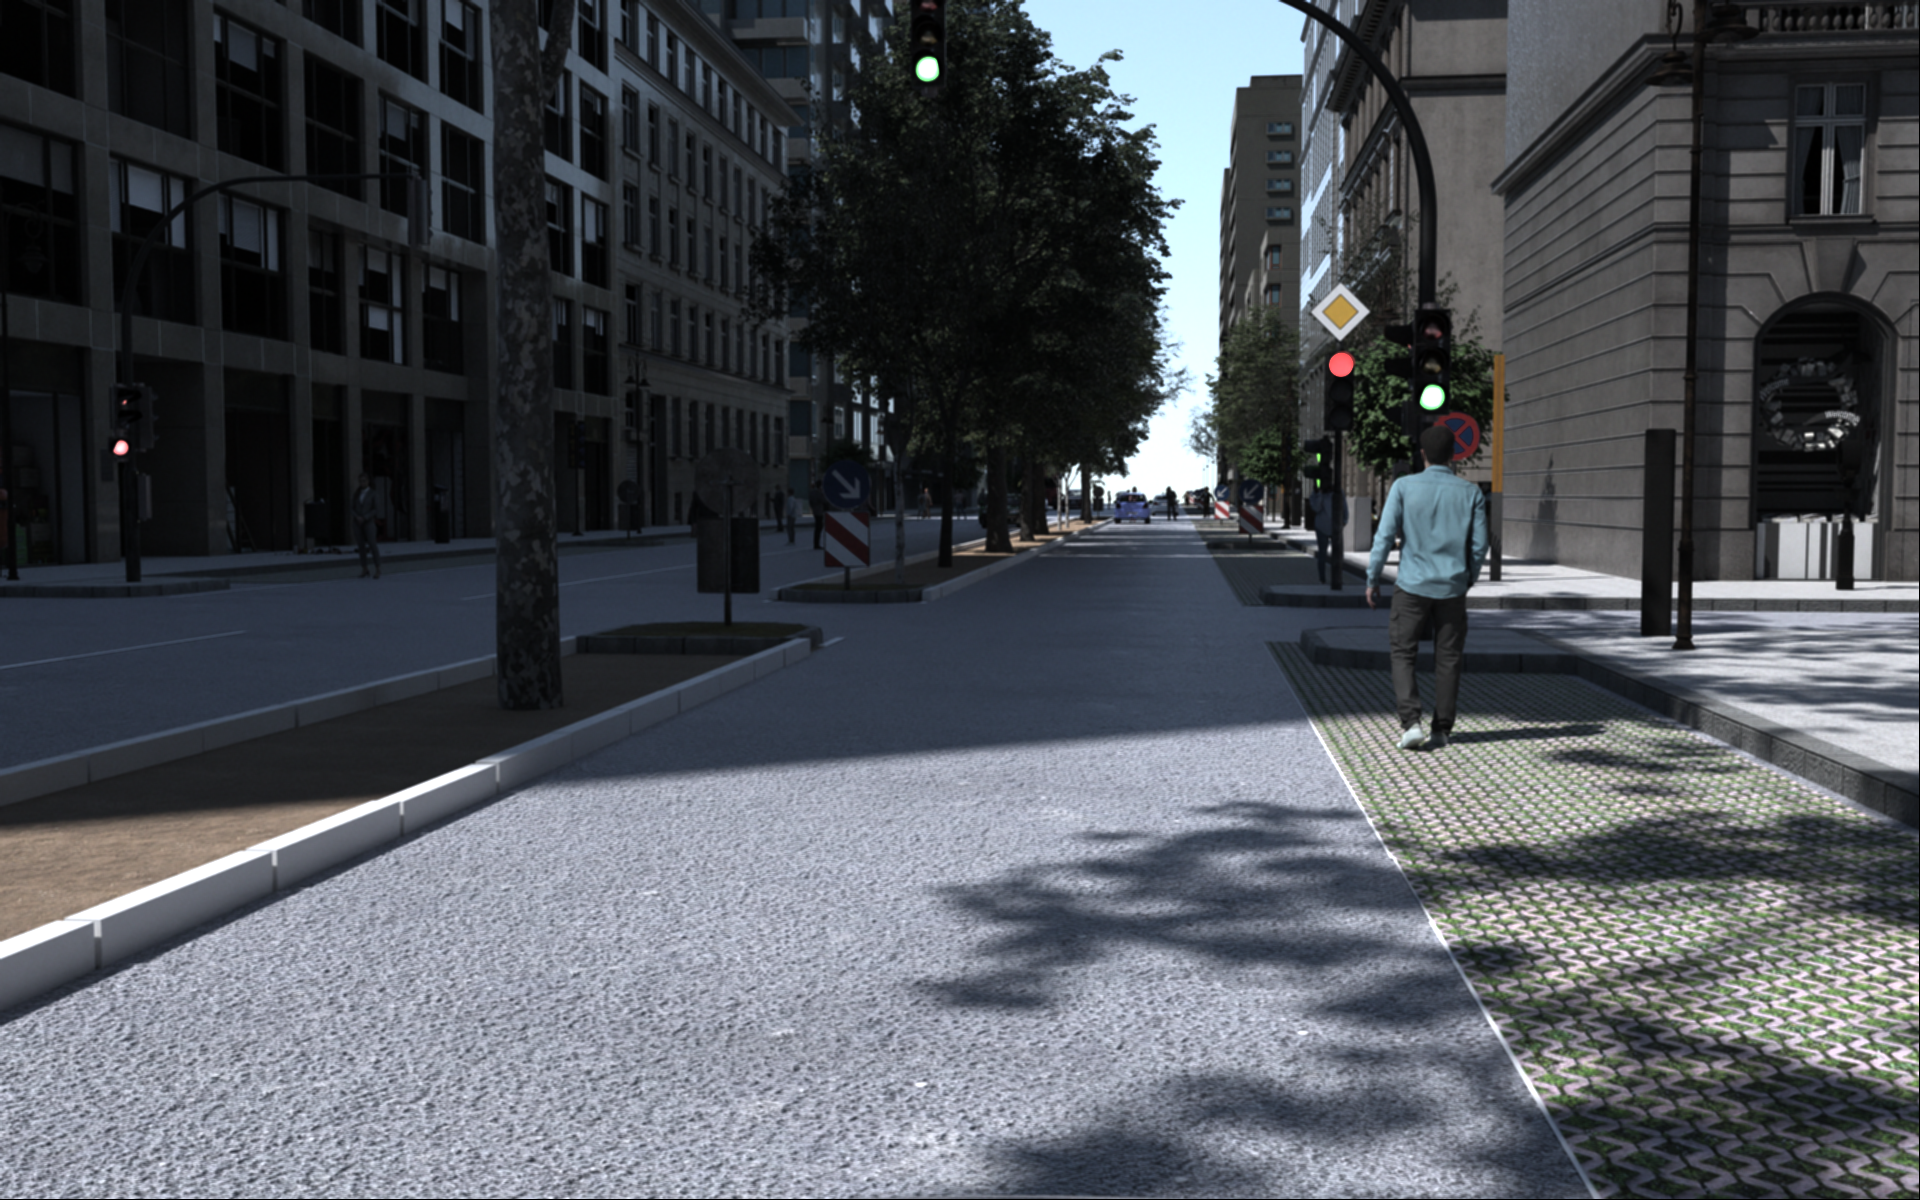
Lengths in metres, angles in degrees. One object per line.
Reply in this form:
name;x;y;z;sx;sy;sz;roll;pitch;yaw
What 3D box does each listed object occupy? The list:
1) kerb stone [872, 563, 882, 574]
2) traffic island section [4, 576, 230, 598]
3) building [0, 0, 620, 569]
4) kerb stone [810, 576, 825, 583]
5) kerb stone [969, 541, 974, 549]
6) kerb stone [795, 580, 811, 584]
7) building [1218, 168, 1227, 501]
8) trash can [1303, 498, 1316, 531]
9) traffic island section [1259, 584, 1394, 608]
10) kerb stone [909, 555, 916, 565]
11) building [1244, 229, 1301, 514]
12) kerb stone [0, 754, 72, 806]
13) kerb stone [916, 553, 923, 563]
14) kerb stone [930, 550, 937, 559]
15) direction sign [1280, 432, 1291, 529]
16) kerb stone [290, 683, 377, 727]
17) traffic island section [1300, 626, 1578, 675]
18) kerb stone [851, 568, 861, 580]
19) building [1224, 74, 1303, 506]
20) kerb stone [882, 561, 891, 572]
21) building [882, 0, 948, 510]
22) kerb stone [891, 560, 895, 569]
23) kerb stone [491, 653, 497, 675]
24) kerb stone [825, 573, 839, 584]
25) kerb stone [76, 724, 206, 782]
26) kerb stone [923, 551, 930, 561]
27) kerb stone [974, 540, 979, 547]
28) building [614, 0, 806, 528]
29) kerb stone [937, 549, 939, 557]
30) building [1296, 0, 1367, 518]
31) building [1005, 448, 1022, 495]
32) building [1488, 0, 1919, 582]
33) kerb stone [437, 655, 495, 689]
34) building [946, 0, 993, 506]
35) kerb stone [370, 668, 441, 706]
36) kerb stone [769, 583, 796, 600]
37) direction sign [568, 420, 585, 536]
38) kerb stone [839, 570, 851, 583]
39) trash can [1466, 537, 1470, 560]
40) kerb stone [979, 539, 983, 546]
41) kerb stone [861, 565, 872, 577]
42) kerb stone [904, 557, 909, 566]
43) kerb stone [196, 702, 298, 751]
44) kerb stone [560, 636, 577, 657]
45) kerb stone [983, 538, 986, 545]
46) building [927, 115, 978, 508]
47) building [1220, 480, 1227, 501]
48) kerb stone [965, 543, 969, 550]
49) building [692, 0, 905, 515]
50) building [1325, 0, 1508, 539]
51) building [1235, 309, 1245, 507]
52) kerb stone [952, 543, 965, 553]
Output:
kerb stone;-1.584;-0.534;30.946;0.120;0.150;1.000;0;4;7
traffic island section;-12.099;-0.186;25.315;2.009;0.180;2.903;0;4;7
building;-23.762;-14.734;45.425;19.350;26.468;34.151;0;4;7
kerb stone;-2.213;-0.224;25.858;0.120;0.150;1.000;0;4;7
kerb stone;0.190;-1.403;45.190;0.120;0.150;1.000;0;4;7
kerb stone;-2.335;-0.162;24.838;0.120;0.150;1.000;0;4;7
building;47.363;-37.876;242.978;21.300;48.544;21.600;0;4;7
trash can;12.319;-2.981;60.394;0.748;1.137;0.748;0;3;0
traffic island section;5.061;-0.056;23.191;2.009;0.180;2.903;0;4;7
kerb stone;-1.074;-0.784;35.026;0.120;0.150;1.000;0;4;7
building;35.506;-17.181;125.949;27.650;21.520;28.899;0;4;7
kerb stone;-4.412;0.866;8.031;0.120;0.150;1.000;0;4;7
kerb stone;-0.948;-0.843;36.040;0.120;0.150;1.000;0;4;7
kerb stone;-0.693;-0.971;38.078;0.120;0.150;1.000;0;4;7
direction sign;11.935;-4.371;63.465;0.379;3.537;0.876;2;4;32
kerb stone;-4.036;0.680;11.081;0.120;0.150;1.000;0;4;7
traffic island section;4.079;0.429;15.266;2.009;0.180;2.903;0;4;7
kerb stone;-1.838;-0.410;28.905;0.120;0.150;1.000;0;4;7
building;41.634;-35.052;196.806;21.300;48.544;21.600;0;4;7
kerb stone;-1.460;-0.597;31.961;0.120;0.150;1.000;0;4;7
building;-15.679;-34.046;145.895;28.713;52.752;27.495;0;4;7
kerb stone;-1.332;-0.659;32.982;0.120;0.150;1.000;0;4;7
kerb stone;-3.661;0.495;14.143;0.120;0.150;1.000;0;4;7
kerb stone;-2.076;-0.286;26.873;0.120;0.150;1.000;0;4;7
kerb stone;-4.291;0.804;9.051;0.120;0.150;1.000;0;4;7
kerb stone;-0.820;-0.909;37.064;0.120;0.150;1.000;0;4;7
kerb stone;0.315;-1.465;46.209;0.120;0.150;1.000;0;4;7
building;-17.870;-14.912;77.094;16.112;22.955;30.059;0;4;7
kerb stone;-0.575;-1.033;39.094;0.120;0.150;1.000;0;4;7
building;22.541;-18.582;81.306;11.434;29.767;29.804;0;4;7
building;1.097;-33.020;223.465;14.154;41.232;14.086;0;4;7
building;22.202;-11.453;29.058;24.055;21.916;13.314;0;4;7
kerb stone;-3.792;0.560;13.117;0.120;0.150;1.000;0;4;7
building;-6.562;-54.283;200.202;22.319;86.520;31.000;0;4;7
kerb stone;-3.915;0.618;12.098;0.120;0.150;1.000;0;4;7
kerb stone;-2.456;-0.094;23.818;0.120;0.150;1.000;0;4;7
direction sign;-11.781;-3.747;53.262;0.379;3.537;0.876;1;4;21
kerb stone;-1.956;-0.348;27.890;0.120;0.150;1.000;0;4;7
trash can;7.219;-0.828;25.199;0.748;1.137;0.748;0;3;0
kerb stone;0.438;-1.525;47.223;0.120;0.150;1.000;0;4;7
kerb stone;-1.709;-0.473;29.925;0.120;0.150;1.000;0;4;7
kerb stone;-1.197;-0.718;34.007;0.120;0.150;1.000;0;4;7
kerb stone;-4.174;0.744;10.068;0.120;0.150;1.000;0;4;7
kerb stone;-3.528;0.433;15.157;0.120;0.150;1.000;0;4;7
kerb stone;0.567;-1.593;48.242;0.120;0.150;1.000;0;4;7
building;-6.052;-29.503;165.968;14.154;41.232;14.086;0;4;7
building;49.668;-32.302;220.020;32.217;40.220;23.993;0;4;7
kerb stone;0.056;-1.340;44.177;0.120;0.150;1.000;0;4;7
building;-16.760;-30.369;116.139;23.786;49.044;30.456;0;4;7
building;18.238;-11.793;57.444;10.561;19.102;19.286;0;4;7
building;39.125;-18.931;154.566;27.650;21.520;28.899;0;4;7
kerb stone;-0.066;-1.279;43.152;0.120;0.150;1.000;0;4;7
